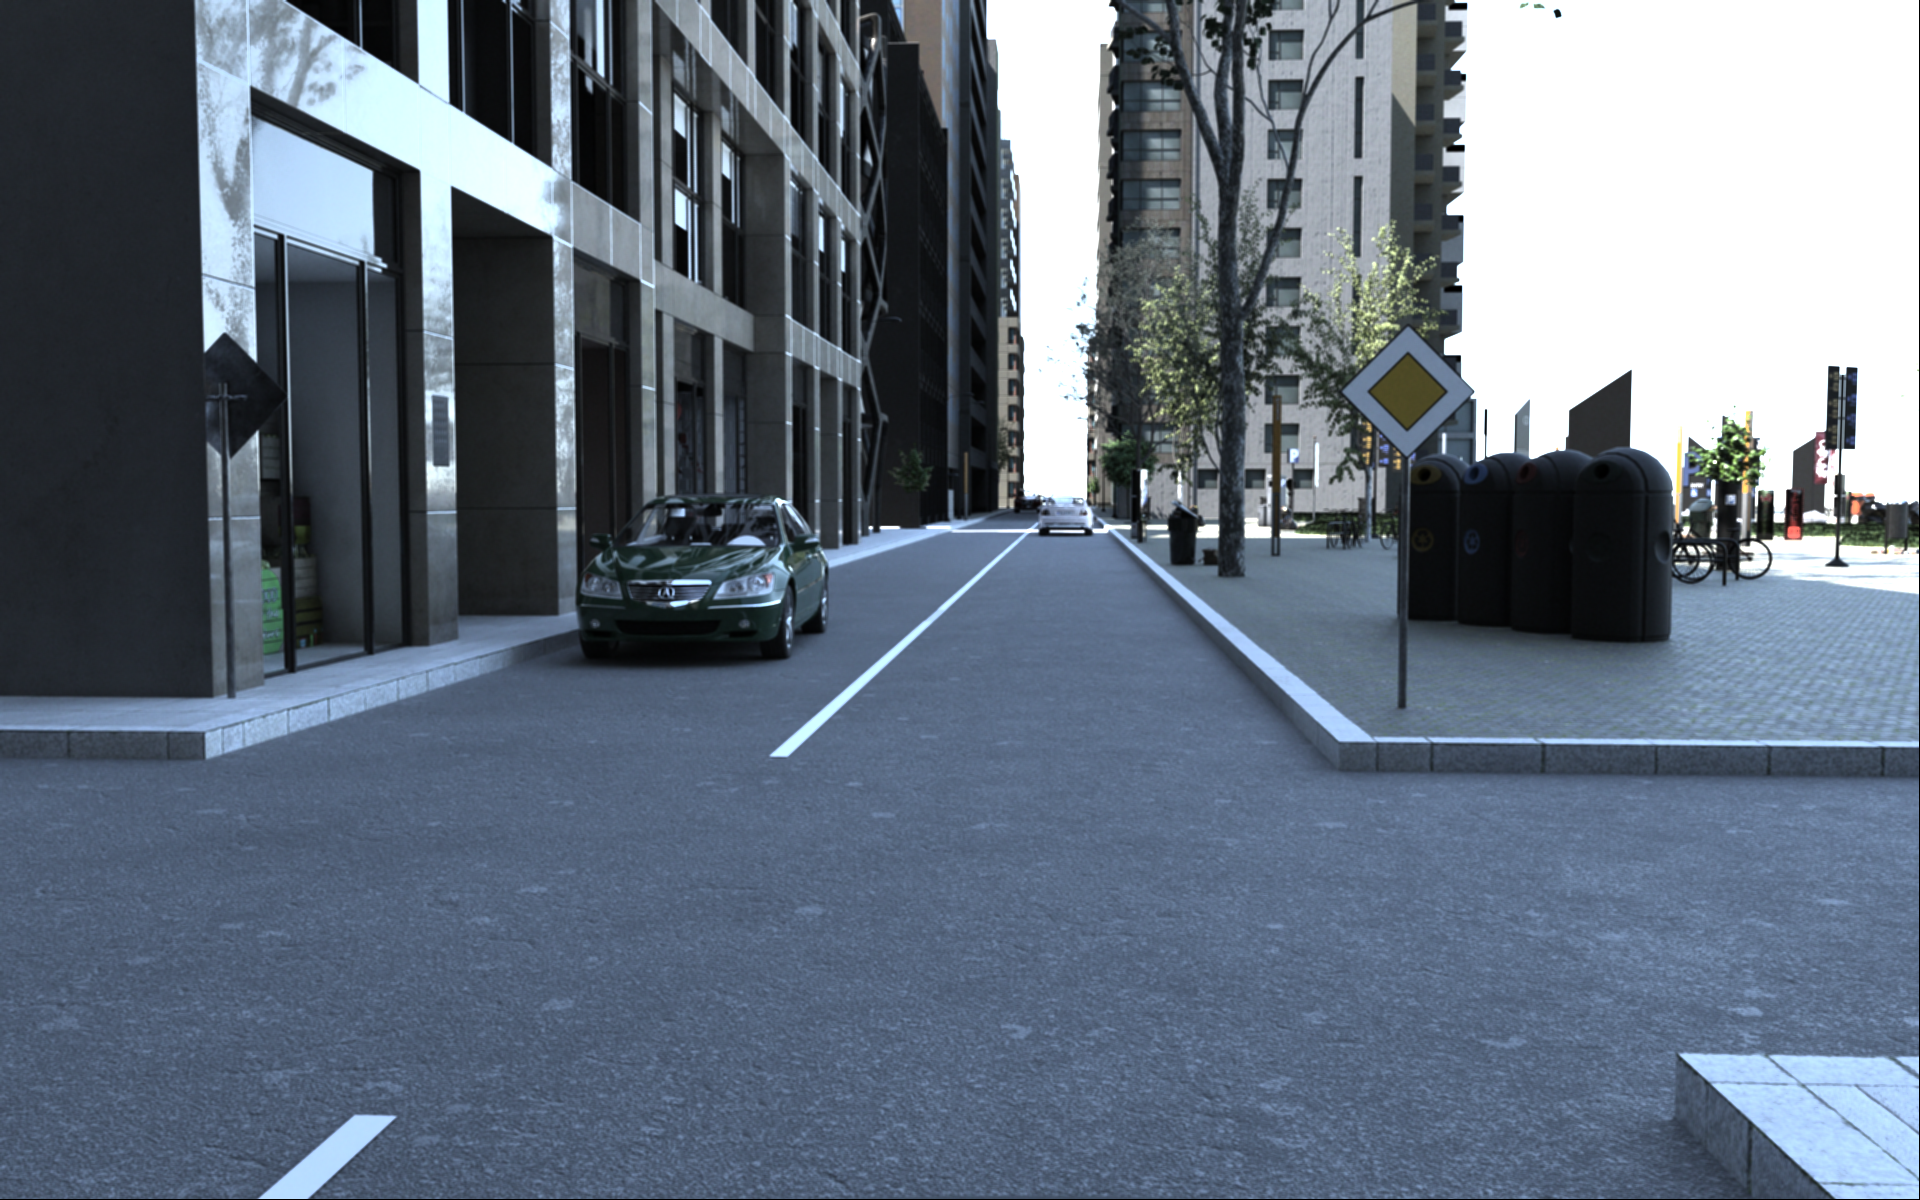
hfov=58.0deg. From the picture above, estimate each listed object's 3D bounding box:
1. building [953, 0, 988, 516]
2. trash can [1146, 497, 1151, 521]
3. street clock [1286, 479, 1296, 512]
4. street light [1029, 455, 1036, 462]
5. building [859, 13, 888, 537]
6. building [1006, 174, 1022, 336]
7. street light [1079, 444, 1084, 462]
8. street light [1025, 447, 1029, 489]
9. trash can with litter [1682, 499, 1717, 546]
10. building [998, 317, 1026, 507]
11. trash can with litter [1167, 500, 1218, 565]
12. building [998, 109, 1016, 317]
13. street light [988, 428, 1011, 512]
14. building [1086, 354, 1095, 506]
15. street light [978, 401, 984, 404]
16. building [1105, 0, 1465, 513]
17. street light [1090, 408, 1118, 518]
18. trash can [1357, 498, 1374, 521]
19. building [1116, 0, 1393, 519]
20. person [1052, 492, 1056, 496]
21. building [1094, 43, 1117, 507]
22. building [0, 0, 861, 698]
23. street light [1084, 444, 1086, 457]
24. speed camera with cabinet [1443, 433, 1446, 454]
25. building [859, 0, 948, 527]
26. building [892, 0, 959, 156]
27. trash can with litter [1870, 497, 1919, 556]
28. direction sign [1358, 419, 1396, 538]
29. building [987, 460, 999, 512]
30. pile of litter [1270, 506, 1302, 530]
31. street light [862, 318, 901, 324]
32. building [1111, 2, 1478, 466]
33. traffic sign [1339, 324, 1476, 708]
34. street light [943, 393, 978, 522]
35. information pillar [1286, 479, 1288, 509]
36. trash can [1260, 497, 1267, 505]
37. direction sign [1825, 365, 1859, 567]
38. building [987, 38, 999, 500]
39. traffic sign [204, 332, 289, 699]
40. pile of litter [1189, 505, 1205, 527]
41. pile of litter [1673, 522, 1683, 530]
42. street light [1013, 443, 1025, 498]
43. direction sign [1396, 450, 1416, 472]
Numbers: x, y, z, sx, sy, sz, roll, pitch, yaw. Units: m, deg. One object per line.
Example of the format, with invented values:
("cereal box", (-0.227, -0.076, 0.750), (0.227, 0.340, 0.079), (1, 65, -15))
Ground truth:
("building", (-9.372, -29.863, 111.962), (21.300, 48.544, 21.600), (0, 4, 4))
("trash can", (8.687, -4.296, 81.892), (0.748, 1.137, 0.748), (0, 3, 0))
("street clock", (15.744, -4.762, 82.425), (0.471, 2.002, 0.358), (2, 4, 27))
("street light", (7.974, -14.198, 204.672), (1.470, 5.913, 1.316), (0, 4, 4))
("building", (-10.802, -11.379, 53.499), (16.820, 18.784, 16.811), (0, 4, 4))
("building", (1.368, -35.853, 236.308), (14.600, 45.320, 14.200), (0, 4, 4))
("street light", (12.060, -11.556, 161.488), (1.470, 5.913, 1.316), (0, 4, 4))
("street light", (5.784, -12.077, 170.006), (1.470, 5.913, 1.316), (0, 4, 4))
("trash can with litter", (18.299, -1.929, 42.926), (1.055, 1.170, 0.624), (-3, 5, -41))
("building", (-7.222, -20.766, 184.563), (27.650, 21.520, 28.899), (0, 4, 4))
("trash can with litter", (4.309, -1.234, 31.567), (1.055, 1.170, 0.624), (1, 4, 13))
("building", (-4.528, -36.307, 213.234), (23.786, 49.044, 30.456), (0, 4, 4))
("street light", (2.652, -9.155, 122.230), (1.470, 5.913, 1.316), (0, 4, 4))
("building", (28.938, -22.028, 205.195), (27.650, 21.520, 28.899), (0, 4, 4))
("street light", (0.517, -7.002, 87.027), (1.470, 5.913, 1.316), (0, 4, 4))
("building", (21.147, -28.297, 117.278), (22.147, 44.769, 28.867), (0, 4, 4))
("street light", (7.753, -7.352, 92.744), (1.470, 5.913, 1.316), (0, 4, 4))
("trash can", (15.479, -3.319, 65.918), (0.748, 1.137, 0.748), (0, 3, 0))
("building", (15.796, -19.869, 96.563), (14.160, 30.474, 14.107), (0, 4, 4))
("person", (13.030, -14.346, 243.067), (1.348, 1.822, 0.705), (-2, 4, -30))
("building", (24.820, -33.973, 179.154), (21.300, 48.544, 21.600), (0, 4, 4))
("building", (-13.211, -13.647, 27.649), (19.350, 26.468, 34.151), (0, 4, 4))
("street light", (9.995, -9.446, 126.982), (1.470, 5.913, 1.316), (0, 4, 4))
("speed camera with cabinet", (16.223, -3.831, 56.976), (2.038, 3.252, 0.660), (-2, 4, -34))
("building", (-7.223, -15.008, 75.051), (12.332, 23.373, 15.834), (0, 4, 4))
("building", (-7.368, -27.109, 93.335), (14.600, 45.320, 14.200), (0, 4, 4))
("trash can with litter", (20.309, -1.574, 36.785), (2.233, 1.210, 1.678), (-1, 4, -13))
("direction sign", (12.080, -3.571, 50.383), (0.876, 3.537, 0.379), (3, 5, 39))
("building", (-7.408, -42.471, 132.656), (20.563, 71.187, 20.611), (0, 4, 4))
("pile of litter", (11.756, -2.917, 61.659), (1.176, 0.858, 1.719), (-1, 4, -12))
("street light", (-2.249, -4.477, 45.741), (1.470, 5.913, 1.316), (0, 4, 4))
("building", (26.578, -34.044, 145.864), (28.713, 52.752, 27.495), (0, 4, 4))
("traffic sign", (2.653, -0.410, 10.342), (0.795, 2.450, 0.064), (0, 4, 4))
("street light", (-0.059, -6.571, 79.982), (1.470, 5.913, 1.316), (0, 4, 4))
("information pillar", (15.526, -4.806, 83.066), (0.304, 2.012, 0.304), (2, 4, 29))
("trash can", (14.840, -4.406, 83.695), (0.748, 1.137, 0.748), (0, 3, 0))
("direction sign", (15.562, -2.363, 30.628), (0.876, 3.537, 0.379), (-2, 4, -31))
("building", (-3.905, -28.607, 151.320), (14.154, 41.232, 14.086), (0, 4, 4))
("traffic sign", (-4.575, -0.439, 10.821), (0.795, 2.450, 0.064), (0, 4, 4))
("pile of litter", (8.915, -3.303, 67.961), (1.719, 0.858, 1.176), (-2, 4, -29))
("pile of litter", (24.345, -2.822, 60.107), (1.719, 0.858, 1.176), (0, 4, 4))
("street light", (4.899, -11.270, 156.802), (1.470, 5.913, 1.316), (0, 4, 4))
("direction sign", (15.450, -4.177, 60.283), (0.876, 3.537, 0.379), (3, 5, 41))
